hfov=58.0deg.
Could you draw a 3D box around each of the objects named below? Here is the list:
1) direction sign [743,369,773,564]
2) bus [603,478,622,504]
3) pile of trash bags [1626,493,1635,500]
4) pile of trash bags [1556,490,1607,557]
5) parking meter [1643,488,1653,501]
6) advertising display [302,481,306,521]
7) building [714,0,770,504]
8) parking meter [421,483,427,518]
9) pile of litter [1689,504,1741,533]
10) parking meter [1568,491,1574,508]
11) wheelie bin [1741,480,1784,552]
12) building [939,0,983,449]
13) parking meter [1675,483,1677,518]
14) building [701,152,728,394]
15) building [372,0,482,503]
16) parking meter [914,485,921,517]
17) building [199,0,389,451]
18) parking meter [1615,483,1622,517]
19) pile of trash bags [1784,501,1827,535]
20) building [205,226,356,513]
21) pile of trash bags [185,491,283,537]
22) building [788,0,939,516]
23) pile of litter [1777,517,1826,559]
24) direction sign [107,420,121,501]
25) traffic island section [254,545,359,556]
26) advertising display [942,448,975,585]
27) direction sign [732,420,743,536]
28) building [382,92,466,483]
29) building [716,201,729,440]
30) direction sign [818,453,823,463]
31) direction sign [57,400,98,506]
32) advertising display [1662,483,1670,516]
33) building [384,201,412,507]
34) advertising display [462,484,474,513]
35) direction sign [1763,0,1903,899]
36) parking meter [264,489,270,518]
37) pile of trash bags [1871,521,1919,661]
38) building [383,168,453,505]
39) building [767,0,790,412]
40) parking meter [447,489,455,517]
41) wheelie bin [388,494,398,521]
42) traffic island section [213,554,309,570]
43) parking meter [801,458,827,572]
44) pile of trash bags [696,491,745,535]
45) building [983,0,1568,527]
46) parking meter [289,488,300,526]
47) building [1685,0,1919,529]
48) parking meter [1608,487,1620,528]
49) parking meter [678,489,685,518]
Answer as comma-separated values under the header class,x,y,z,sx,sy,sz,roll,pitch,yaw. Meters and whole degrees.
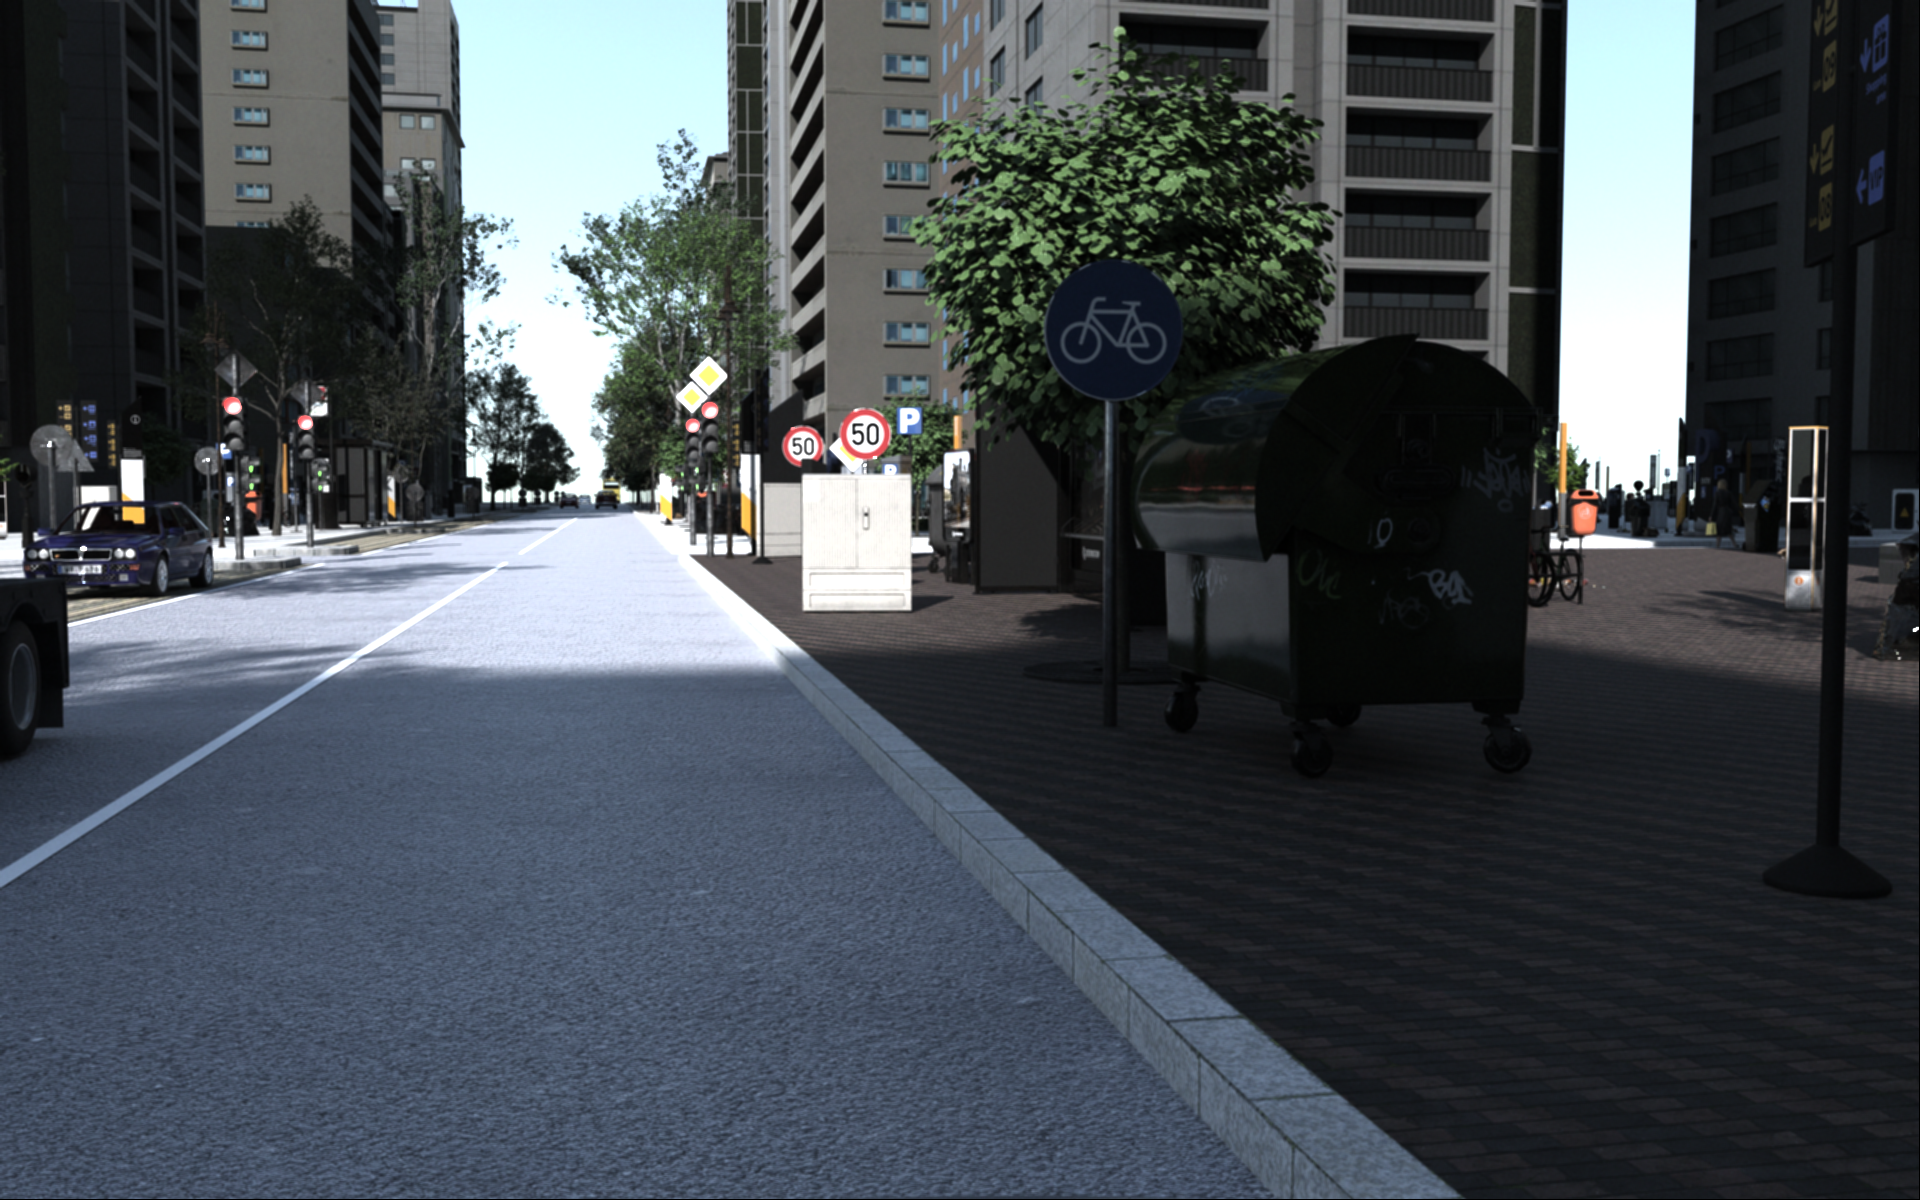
class,x,y,z,sx,sy,sz,roll,pitch,yaw
direction sign,-3.640,-2.435,31.805,0.379,3.537,0.876,0,4,8
bus,-52.019,-16.347,258.815,2.896,3.916,12.252,-1,4,-11
pile of trash bags,44.905,-6.638,118.280,3.447,1.369,1.912,-2,4,-35
pile of trash bags,11.238,-1.562,35.295,3.447,1.369,1.912,1,4,9
parking meter,25.931,-3.480,65.305,0.372,1.533,0.369,0,3,0
advertising display,-31.353,-4.813,83.906,0.123,1.923,0.974,3,5,42
building,-21.401,-48.143,225.389,20.563,71.187,20.611,-1,4,-11
parking meter,-29.172,-5.421,94.350,0.255,1.863,0.399,0,4,-5
pile of litter,25.138,-2.650,57.288,1.176,0.858,1.719,-1,4,-19
parking meter,28.988,-4.669,82.049,0.255,1.863,0.399,-3,5,-42
wheelie bin,17.779,-1.864,38.379,0.693,1.594,0.980,0,4,-4
building,7.041,-26.581,84.711,14.600,45.320,14.200,-1,4,-11
parking meter,39.214,-5.430,94.484,0.399,1.863,0.255,-3,5,-42
building,-24.462,-41.295,264.417,28.713,52.752,27.495,-1,4,-11
building,-81.557,-49.898,254.078,20.563,71.187,20.611,-1,4,-11
parking meter,-2.374,-5.554,96.511,0.255,1.863,0.399,-2,4,-32
building,-61.884,-32.109,148.691,21.300,48.544,21.600,-1,4,-11
parking meter,36.093,-5.464,95.049,0.399,1.863,0.255,1,4,22
pile of trash bags,27.943,-2.889,56.980,3.447,1.369,1.912,1,4,15
building,-60.026,-17.073,124.190,27.650,21.520,28.899,-1,4,-11
pile of trash bags,-22.573,-2.680,53.572,1.912,1.369,3.447,0,4,6
building,0.829,-29.727,109.737,21.300,48.544,21.600,-1,4,-11
pile of litter,16.940,-1.267,34.678,1.719,0.858,1.176,-2,4,-35
direction sign,-25.691,-3.727,52.940,0.876,3.537,0.379,1,4,22
traffic island section,-15.625,-1.182,41.612,2.009,0.180,2.903,-1,4,-11
advertising display,-0.002,-1.195,24.760,0.123,1.923,0.974,-2,4,-25
direction sign,-6.686,-3.745,53.231,0.876,3.537,0.379,3,4,39
building,-81.100,-39.192,230.023,28.713,52.752,27.495,-1,4,-11
building,-27.071,-34.220,243.094,14.154,41.232,14.086,-1,4,-11
direction sign,-6.000,-4.931,72.613,0.379,3.537,0.876,2,4,31
direction sign,-21.323,-3.053,41.911,0.876,3.537,0.379,-1,4,-13
advertising display,41.157,-5.829,100.515,0.974,1.923,0.123,-1,4,-19
building,-61.476,-24.237,167.977,14.160,30.474,14.107,-1,4,-11
advertising display,-32.596,-6.705,114.839,0.974,1.923,0.123,2,4,31
direction sign,2.838,-0.830,5.565,0.379,3.537,0.876,1,4,12
parking meter,-36.149,-5.024,90.547,0.372,1.533,0.369,0,3,0
pile of trash bags,8.680,-0.195,12.939,1.912,1.369,3.447,-3,5,-42
building,-70.026,-32.254,210.950,14.154,41.232,14.086,-1,4,-11
building,-5.970,-37.134,149.139,21.231,58.520,28.212,-1,4,-11
parking meter,-27.919,-5.295,94.983,0.372,1.533,0.369,0,3,0
wheelie bin,-26.655,-4.457,80.772,0.980,1.594,0.693,3,5,39
traffic island section,-14.066,-0.703,33.780,2.009,0.180,2.903,-1,4,-11
parking meter,-2.394,-1.395,28.525,0.255,1.863,0.399,3,5,43
pile of trash bags,-7.848,-2.855,56.432,1.912,1.369,3.447,-2,4,-30
building,12.971,-38.354,65.347,20.611,71.187,20.563,-1,4,-11
parking meter,-26.938,-3.772,70.086,0.372,1.533,0.369,0,3,0
building,38.704,-18.073,67.202,14.107,30.474,14.160,-1,4,-11
parking meter,24.486,-3.451,64.834,0.372,1.533,0.369,0,3,0
parking meter,-15.083,-5.225,93.844,0.372,1.533,0.369,0,3,0
